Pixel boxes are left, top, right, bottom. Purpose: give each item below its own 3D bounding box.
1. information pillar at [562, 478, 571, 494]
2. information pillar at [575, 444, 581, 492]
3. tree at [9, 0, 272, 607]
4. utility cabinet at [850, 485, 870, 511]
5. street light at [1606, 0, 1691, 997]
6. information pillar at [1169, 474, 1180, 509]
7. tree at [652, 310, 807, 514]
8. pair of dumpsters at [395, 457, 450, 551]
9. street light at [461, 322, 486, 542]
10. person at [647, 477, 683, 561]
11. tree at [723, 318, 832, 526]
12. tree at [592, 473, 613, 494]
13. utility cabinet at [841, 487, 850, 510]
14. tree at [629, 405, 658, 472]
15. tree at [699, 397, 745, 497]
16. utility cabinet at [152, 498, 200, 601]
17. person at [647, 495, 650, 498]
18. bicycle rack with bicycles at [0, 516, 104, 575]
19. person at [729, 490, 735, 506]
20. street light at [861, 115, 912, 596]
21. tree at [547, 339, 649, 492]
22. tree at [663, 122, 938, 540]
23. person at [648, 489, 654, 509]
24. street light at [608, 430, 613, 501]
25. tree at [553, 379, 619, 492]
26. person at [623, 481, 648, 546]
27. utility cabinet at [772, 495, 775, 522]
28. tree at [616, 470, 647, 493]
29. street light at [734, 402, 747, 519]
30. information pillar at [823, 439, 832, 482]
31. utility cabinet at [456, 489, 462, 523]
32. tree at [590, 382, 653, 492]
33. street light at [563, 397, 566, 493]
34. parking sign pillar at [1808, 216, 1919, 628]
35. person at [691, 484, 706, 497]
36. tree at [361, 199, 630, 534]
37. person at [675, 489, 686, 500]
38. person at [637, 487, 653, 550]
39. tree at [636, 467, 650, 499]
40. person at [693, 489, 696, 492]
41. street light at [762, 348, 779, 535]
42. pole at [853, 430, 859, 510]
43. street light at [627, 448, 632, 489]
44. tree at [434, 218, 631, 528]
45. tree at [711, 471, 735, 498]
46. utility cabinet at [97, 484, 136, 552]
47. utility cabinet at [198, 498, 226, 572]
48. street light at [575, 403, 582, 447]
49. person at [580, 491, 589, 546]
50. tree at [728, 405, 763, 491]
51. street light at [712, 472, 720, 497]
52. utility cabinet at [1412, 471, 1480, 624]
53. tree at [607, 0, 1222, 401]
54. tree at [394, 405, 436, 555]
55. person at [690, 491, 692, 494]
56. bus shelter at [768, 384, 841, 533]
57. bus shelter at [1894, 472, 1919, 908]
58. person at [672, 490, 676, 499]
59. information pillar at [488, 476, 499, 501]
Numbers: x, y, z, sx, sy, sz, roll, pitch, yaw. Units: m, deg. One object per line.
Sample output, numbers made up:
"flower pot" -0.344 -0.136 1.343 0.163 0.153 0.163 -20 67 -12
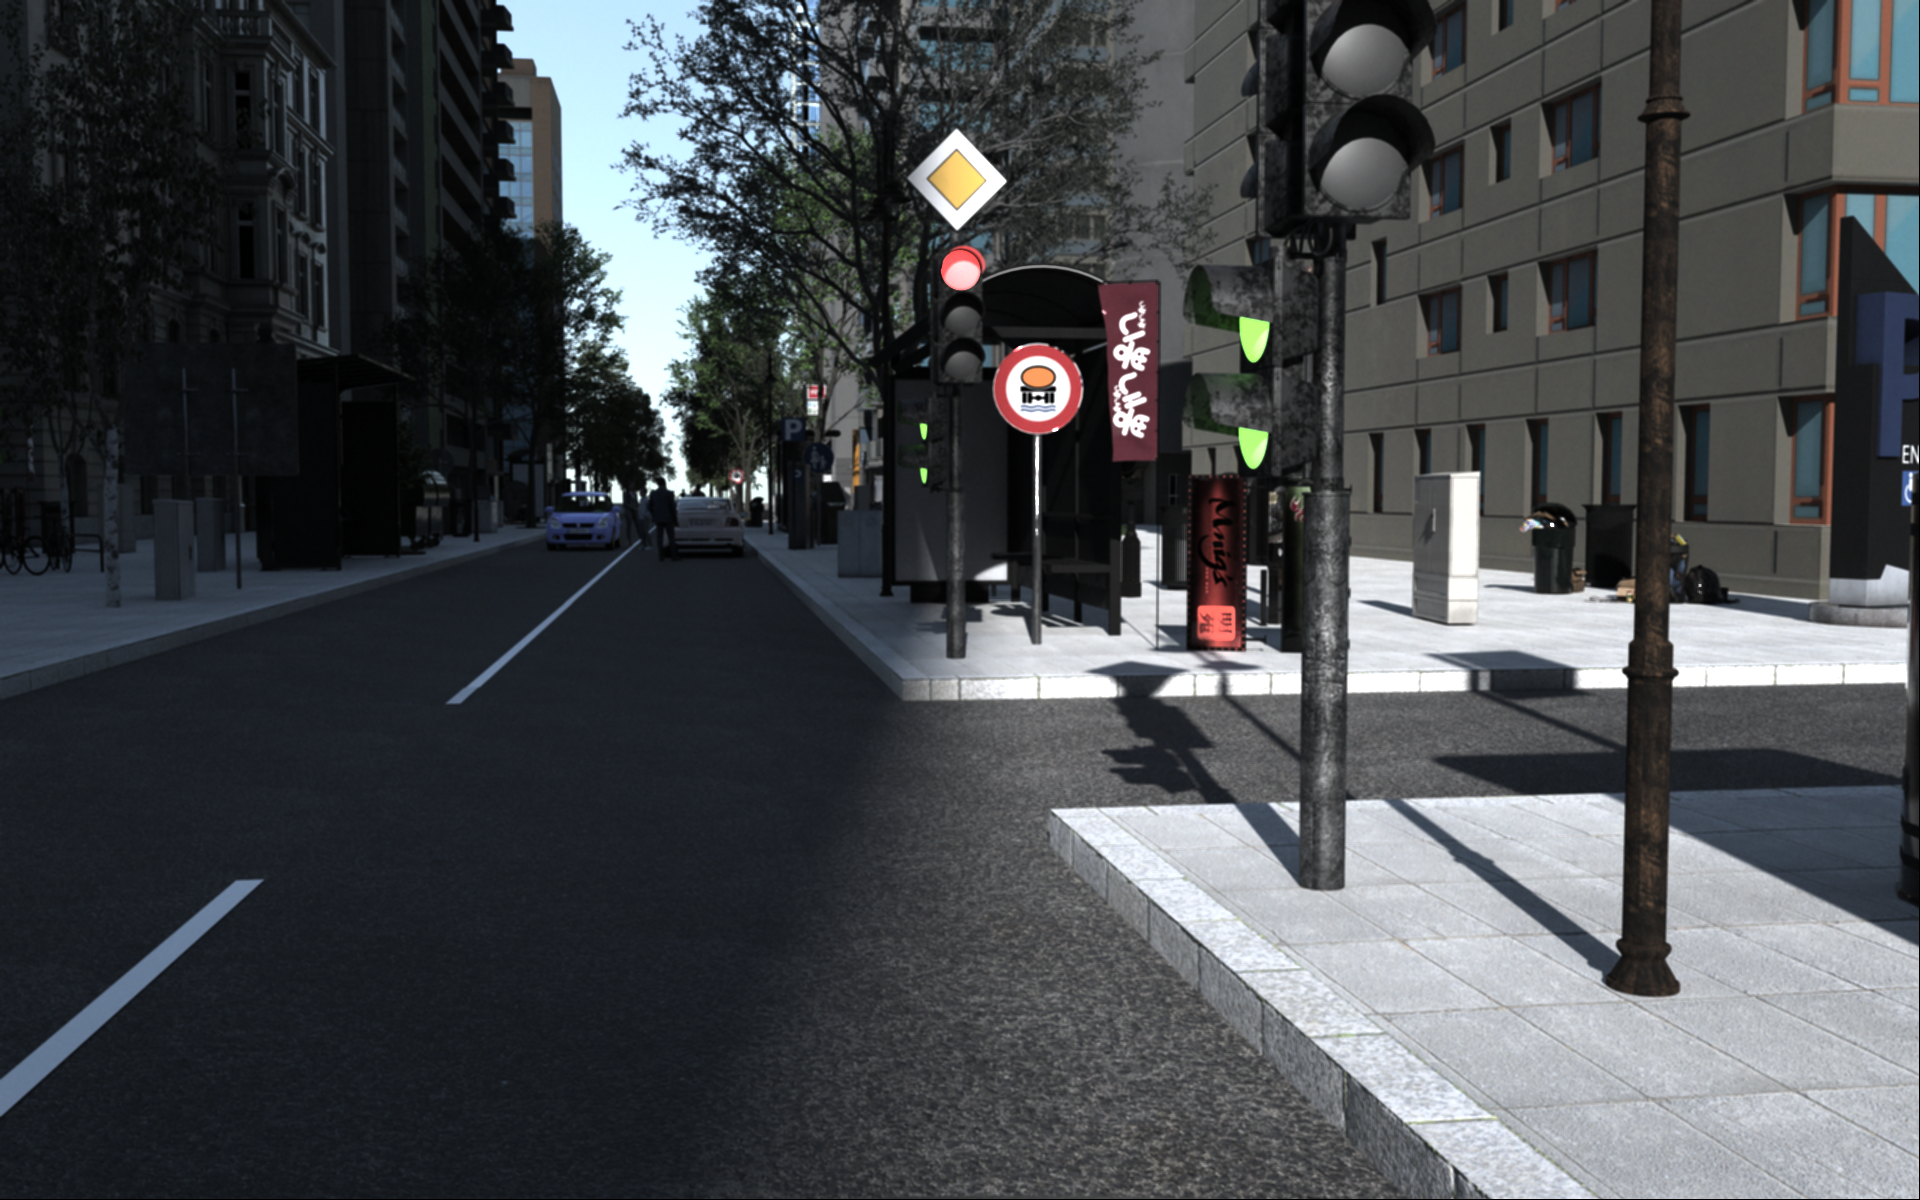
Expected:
"information pillar" -18.548 -4.723 81.719 0.304 2.012 0.304 -3 5 -44
"information pillar" -17.861 -5.486 81.050 0.183 3.616 0.504 -3 4 -36
"tree" -9.758 -4.235 19.603 4.360 8.622 3.978 0 3 0
"utility cabinet" -2.312 -1.955 40.641 0.318 1.500 1.173 0 4 -7
"street light" 1.776 -1.929 4.326 0.468 5.910 1.993 -1 4 -9
"information pillar" 7.796 -3.581 63.046 0.304 2.012 0.304 2 4 28
"tree" -13.533 -11.521 105.374 9.611 12.733 9.660 0 3 0
"pair of dumpsters" -13.039 -2.331 40.610 1.574 2.255 4.437 -1 4 -9
"street light" -13.066 -4.517 46.636 0.468 5.910 1.993 -1 4 -9
"person" -6.337 -1.742 37.159 0.721 1.800 0.419 0 4 1
"tree" -7.398 -7.254 68.966 4.360 8.622 3.978 0 3 0
"tree" -27.339 -8.504 133.643 1.663 3.219 1.824 0 3 0
"utility cabinet" -3.882 -2.763 53.856 0.318 1.500 1.173 3 4 38
"tree" -31.393 -13.803 160.087 7.601 10.594 8.767 0 4 -3
"tree" -26.682 -16.830 193.304 7.486 12.596 7.792 0 3 0
"utility cabinet" -9.648 -0.620 21.299 0.306 1.237 1.020 -1 4 -14
"person" -22.587 -7.118 124.755 0.599 1.838 0.709 -2 4 -29
"bicycle rack with bicycles" -15.320 -0.905 28.179 2.925 0.926 2.852 3 5 42
"person" -21.825 -9.655 166.363 1.348 1.823 0.705 3 5 43
"street light" -0.925 -2.988 21.640 0.468 5.910 1.993 -1 4 -9
"tree" -26.634 -12.767 126.866 7.486 12.596 7.792 0 3 0
"tree" -3.926 -7.520 48.712 9.928 11.665 9.643 0 3 0
"person" -24.545 -7.933 138.210 1.348 1.823 0.705 -3 5 -44
"street light" -24.492 -9.085 121.322 0.468 5.910 1.993 -1 4 -9
"tree" -23.387 -9.722 109.324 4.737 8.622 4.395 0 3 0
"person" -8.956 -2.380 47.694 0.573 1.790 0.520 1 4 23
"utility cabinet" -8.312 -4.259 80.799 1.020 1.237 0.306 -2 4 -28
"tree" -38.910 -13.719 208.025 4.285 4.588 4.351 0 3 0
"street light" -11.013 -7.012 87.438 0.468 5.910 1.993 -1 4 -9
"information pillar" -5.699 -5.055 74.009 0.504 3.616 0.183 1 4 12
"utility cabinet" -21.860 -4.049 74.877 0.318 1.500 1.173 0 4 1
"tree" -33.599 -15.929 177.445 9.611 12.733 9.660 0 3 0
"street light" -18.112 -6.517 79.339 0.468 5.910 1.993 -1 4 -9
"parking sign pillar" 9.241 -1.752 17.111 1.447 3.967 1.447 -2 4 -28
"person" -10.302 -3.634 67.899 0.794 1.824 0.713 1 4 8
"tree" -15.241 -7.339 54.399 7.601 10.594 8.767 0 4 1
"person" -20.440 -7.305 127.956 1.348 1.822 0.705 -1 4 -21
"person" -8.092 -2.085 44.393 0.330 1.601 0.589 -2 4 -32
"tree" -40.531 -16.330 217.364 4.360 8.622 3.978 0 3 0
"person" -13.104 -4.658 85.667 0.512 1.701 0.522 3 5 39
"street light" -5.993 -5.014 54.763 0.468 5.910 1.993 -1 4 -9
"pole" -3.295 -3.735 54.911 0.158 3.312 0.155 0 3 0
"street light" -29.731 -11.135 154.851 0.468 5.910 1.993 -1 4 -9
"tree" -15.980 -8.507 64.850 9.928 11.665 9.643 0 3 0
"tree" -28.575 -13.738 208.336 4.285 4.588 4.351 0 3 0
"utility cabinet" -18.517 -1.796 38.049 1.173 1.500 0.318 3 5 41
"utility cabinet" -12.547 -1.093 29.034 0.306 1.237 1.020 -1 4 -14
"street light" -19.429 -7.056 88.159 0.468 5.910 1.993 -1 4 -9
"person" -10.321 -2.233 47.610 0.503 1.515 0.523 1 4 21
"tree" -15.837 -10.679 124.962 4.737 8.622 4.395 0 3 0
"street light" -25.235 -12.633 179.337 0.468 5.910 1.993 -1 4 -9
"utility cabinet" 4.862 -0.533 17.401 0.318 1.500 1.173 0 4 -2
"tree" -1.080 -7.313 29.938 12.009 13.543 11.850 0 3 0
"tree" -12.023 -2.576 36.713 1.663 3.219 1.824 0 3 0
"person" -22.644 -8.368 146.028 1.217 1.735 0.721 1 4 13
"bus shelter" -5.569 -5.089 60.838 2.179 5.291 8.768 -1 4 -9
"bus shelter" 3.759 -1.448 1.302 2.179 5.291 8.768 -1 4 -9
"person" -31.510 -11.143 190.619 0.705 1.831 1.348 -2 4 -32
"information pillar" -18.739 -3.981 69.574 0.304 2.012 0.304 1 4 17
